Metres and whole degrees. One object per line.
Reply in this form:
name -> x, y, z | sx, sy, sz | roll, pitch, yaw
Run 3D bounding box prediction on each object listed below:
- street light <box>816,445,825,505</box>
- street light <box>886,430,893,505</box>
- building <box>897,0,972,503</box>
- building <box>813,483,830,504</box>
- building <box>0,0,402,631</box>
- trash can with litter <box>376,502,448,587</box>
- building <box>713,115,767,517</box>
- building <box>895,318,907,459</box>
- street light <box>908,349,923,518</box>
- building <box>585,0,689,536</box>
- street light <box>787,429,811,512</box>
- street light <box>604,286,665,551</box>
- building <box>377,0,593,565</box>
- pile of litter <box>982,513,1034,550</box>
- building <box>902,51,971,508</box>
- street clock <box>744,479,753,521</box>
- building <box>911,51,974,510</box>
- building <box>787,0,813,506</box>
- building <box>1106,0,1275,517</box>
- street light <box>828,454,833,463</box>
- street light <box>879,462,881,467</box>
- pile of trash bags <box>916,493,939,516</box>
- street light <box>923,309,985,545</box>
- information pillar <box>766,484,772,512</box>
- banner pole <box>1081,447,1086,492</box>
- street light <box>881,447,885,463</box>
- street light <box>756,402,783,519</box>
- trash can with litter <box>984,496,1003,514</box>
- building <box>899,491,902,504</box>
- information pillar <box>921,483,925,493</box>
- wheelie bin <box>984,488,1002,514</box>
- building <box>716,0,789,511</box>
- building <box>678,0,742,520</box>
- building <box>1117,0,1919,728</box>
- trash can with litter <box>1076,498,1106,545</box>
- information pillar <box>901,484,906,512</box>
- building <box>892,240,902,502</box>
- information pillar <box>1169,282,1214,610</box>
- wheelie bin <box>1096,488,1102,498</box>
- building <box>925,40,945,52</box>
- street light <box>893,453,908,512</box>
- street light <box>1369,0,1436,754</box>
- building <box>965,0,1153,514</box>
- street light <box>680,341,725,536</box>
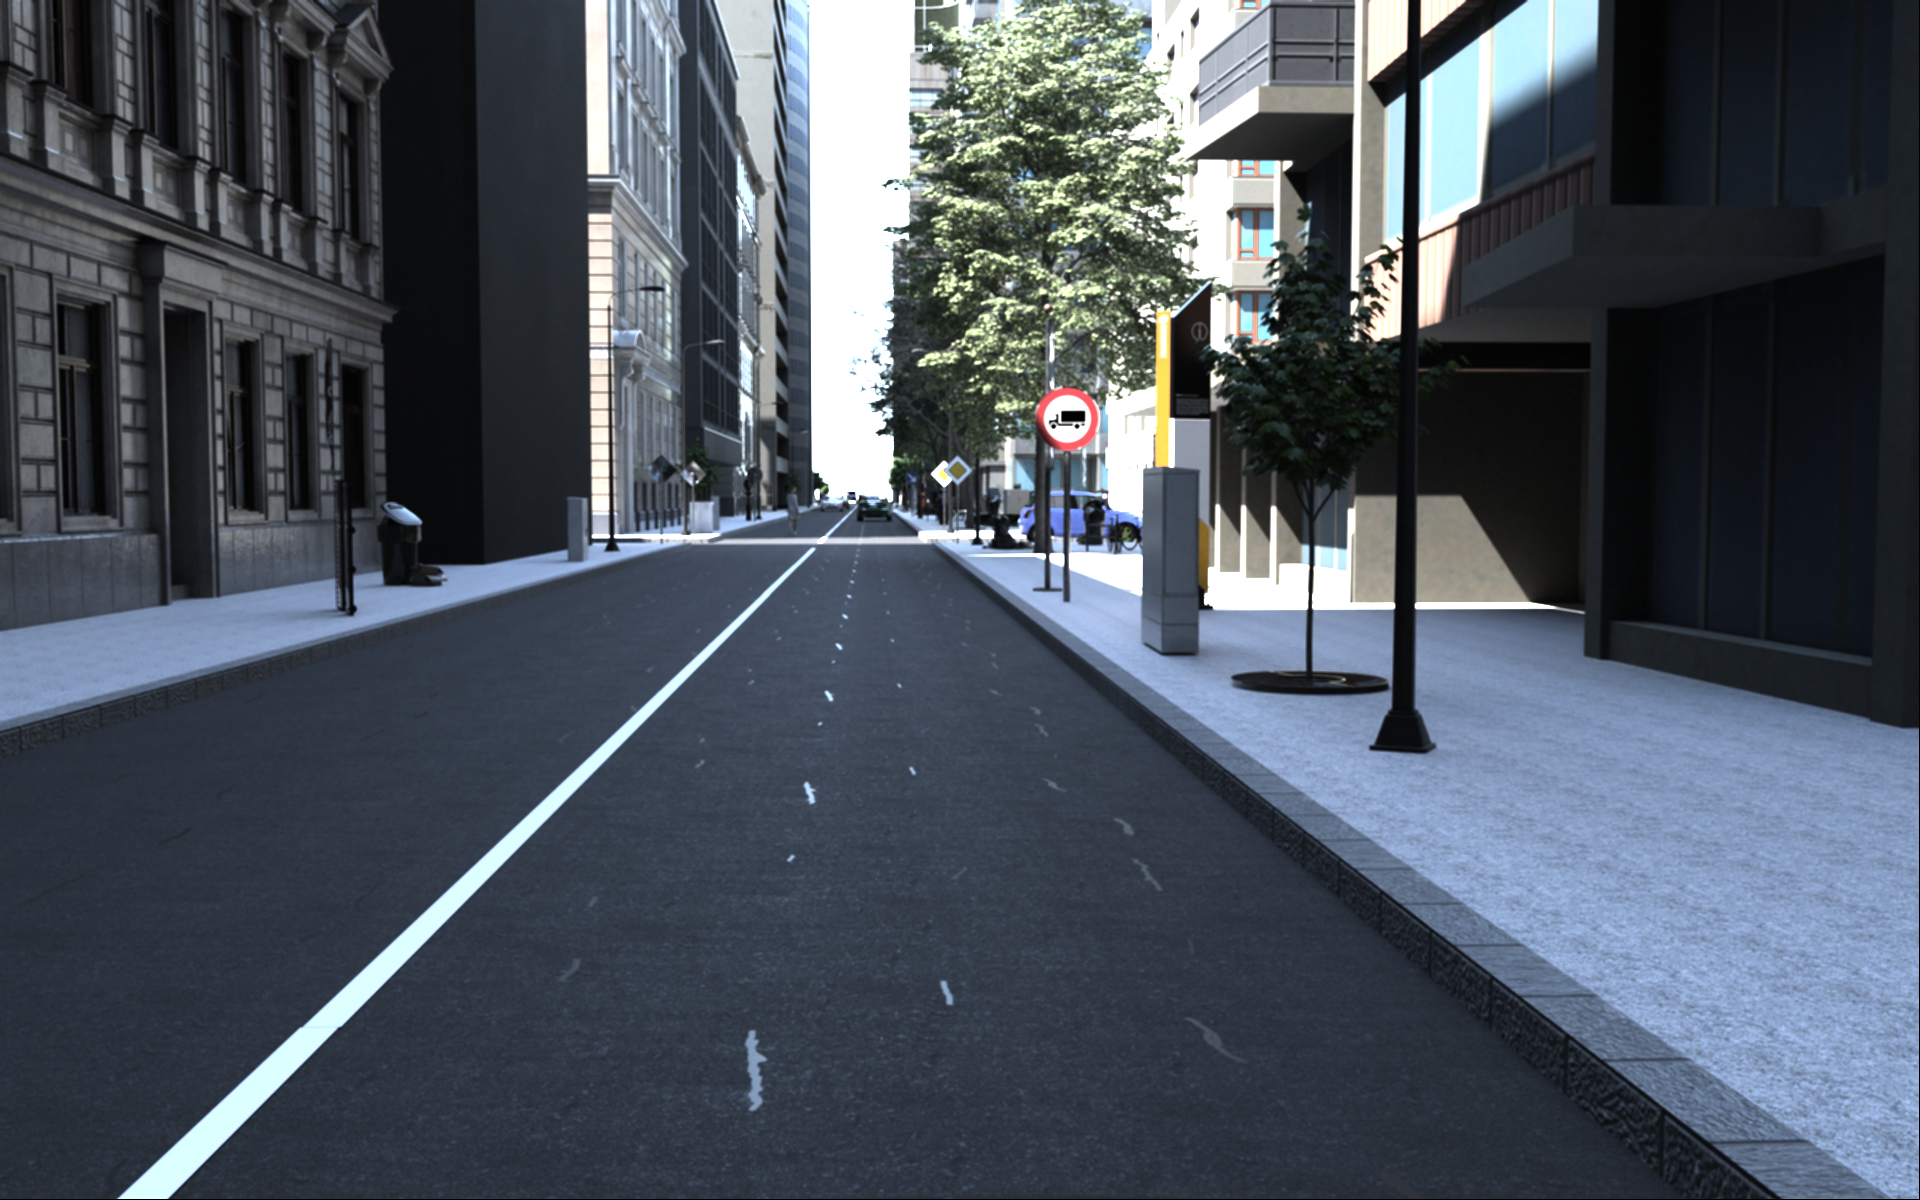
street light -> -13.750, -11.675, 163.433 | 1.470, 5.913, 1.316 | 0, 4, -3
street light -> -4.442, -9.416, 126.493 | 1.470, 5.913, 1.316 | 0, 4, -3
building -> 1.299, -49.453, 246.807 | 20.563, 71.187, 20.611 | 0, 4, -3
building -> -36.662, -35.356, 269.950 | 32.217, 40.220, 23.993 | 0, 4, -3
building -> -13.899, -9.496, 19.885 | 10.561, 19.102, 19.286 | 0, 4, -3
trash can with litter -> -7.673, -0.793, 24.358 | 1.055, 1.170, 0.624 | 2, 4, 26
building -> -19.083, -19.093, 109.435 | 12.463, 27.353, 25.104 | 0, 4, -3
building -> -2.915, -30.188, 265.267 | 14.160, 30.474, 14.107 | 0, 4, -3
street light -> -0.840, -5.086, 55.699 | 1.470, 5.913, 1.316 | 0, 4, -3
building -> -17.256, -16.875, 61.817 | 13.634, 28.700, 20.117 | 0, 4, -3
street light -> -11.890, -9.544, 128.587 | 1.470, 5.913, 1.316 | 0, 4, -3
street light -> -7.271, -4.048, 38.734 | 1.470, 5.913, 1.316 | 0, 4, -3
building -> -16.835, -12.643, 36.388 | 15.834, 23.373, 12.332 | 0, 4, -3
pile of litter -> 1.146, -1.637, 40.738 | 1.176, 0.858, 1.719 | -1, 4, -14
building -> 2.032, -29.400, 164.292 | 14.154, 41.232, 14.086 | 0, 4, -3
street clock -> -10.222, -4.840, 83.711 | 0.358, 2.002, 0.471 | 2, 4, 25
building -> 12.112, -27.740, 145.424 | 32.217, 40.220, 23.993 | 0, 4, -3
building -> -26.824, -39.341, 185.218 | 21.231, 58.520, 28.212 | 0, 4, -3
building -> 21.951, -13.576, 67.001 | 28.899, 21.520, 27.650 | 0, 4, -3
street light -> -15.622, -13.811, 198.342 | 1.470, 5.913, 1.316 | 0, 4, -3
street light -> -8.508, -14.149, 203.868 | 1.470, 5.913, 1.316 | 0, 4, -3
pile of trash bags -> -1.841, -5.819, 104.899 | 1.912, 1.369, 3.447 | 1, 4, 17
street light -> -0.097, -4.338, 43.473 | 1.470, 5.913, 1.316 | 0, 4, -3
information pillar -> -13.866, -7.431, 125.989 | 0.304, 2.012, 0.304 | -3, 5, -42
banner pole -> 5.804, -5.598, 81.549 | 0.401, 3.779, 0.863 | 1, 4, 22
street light -> -6.703, -12.015, 168.991 | 1.470, 5.913, 1.316 | 0, 4, -3
street light -> -9.643, -7.036, 87.574 | 1.470, 5.913, 1.316 | 0, 4, -3
trash can with litter -> 1.671, -4.791, 89.719 | 0.624, 1.170, 1.055 | 3, 5, 44
building -> 8.176, -32.657, 225.819 | 32.217, 40.220, 23.993 | 0, 4, -3
information pillar -> -2.582, -6.892, 117.172 | 0.304, 2.012, 0.304 | -1, 4, -15
wheelie bin -> 1.715, -5.096, 91.229 | 0.980, 1.594, 0.693 | -2, 4, -24
building -> -24.753, -31.364, 136.502 | 21.300, 48.544, 21.600 | 0, 4, -3
building -> -18.618, -17.757, 83.829 | 14.314, 27.812, 24.014 | 0, 4, -3
building -> 14.332, -22.158, 16.916 | 22.147, 44.769, 28.867 | 0, 4, -3
trash can with litter -> 3.242, -1.979, 43.751 | 0.624, 1.170, 1.055 | -2, 4, -23
information pillar -> -4.059, -7.387, 125.271 | 0.304, 2.012, 0.304 | -1, 4, -12
building -> -3.907, -36.443, 279.441 | 14.154, 41.232, 14.086 | 0, 4, -3
information pillar -> 2.552, -1.699, 19.127 | 0.504, 3.616, 0.183 | -2, 4, -24
wheelie bin -> 7.362, -4.995, 89.574 | 0.693, 1.594, 0.980 | 0, 4, 0
building -> 5.967, -34.673, 186.517 | 23.786, 49.044, 30.456 | 0, 4, -3
street light -> -2.628, -7.248, 91.047 | 1.470, 5.913, 1.316 | 0, 4, -3
street light -> 1.693, -2.201, 8.535 | 1.470, 5.913, 1.316 | 0, 4, -3
building -> 11.853, -30.139, 112.374 | 23.786, 49.044, 30.456 | 0, 4, -3
street light -> -7.800, -4.890, 52.493 | 1.470, 5.913, 1.316 | 0, 4, -3
